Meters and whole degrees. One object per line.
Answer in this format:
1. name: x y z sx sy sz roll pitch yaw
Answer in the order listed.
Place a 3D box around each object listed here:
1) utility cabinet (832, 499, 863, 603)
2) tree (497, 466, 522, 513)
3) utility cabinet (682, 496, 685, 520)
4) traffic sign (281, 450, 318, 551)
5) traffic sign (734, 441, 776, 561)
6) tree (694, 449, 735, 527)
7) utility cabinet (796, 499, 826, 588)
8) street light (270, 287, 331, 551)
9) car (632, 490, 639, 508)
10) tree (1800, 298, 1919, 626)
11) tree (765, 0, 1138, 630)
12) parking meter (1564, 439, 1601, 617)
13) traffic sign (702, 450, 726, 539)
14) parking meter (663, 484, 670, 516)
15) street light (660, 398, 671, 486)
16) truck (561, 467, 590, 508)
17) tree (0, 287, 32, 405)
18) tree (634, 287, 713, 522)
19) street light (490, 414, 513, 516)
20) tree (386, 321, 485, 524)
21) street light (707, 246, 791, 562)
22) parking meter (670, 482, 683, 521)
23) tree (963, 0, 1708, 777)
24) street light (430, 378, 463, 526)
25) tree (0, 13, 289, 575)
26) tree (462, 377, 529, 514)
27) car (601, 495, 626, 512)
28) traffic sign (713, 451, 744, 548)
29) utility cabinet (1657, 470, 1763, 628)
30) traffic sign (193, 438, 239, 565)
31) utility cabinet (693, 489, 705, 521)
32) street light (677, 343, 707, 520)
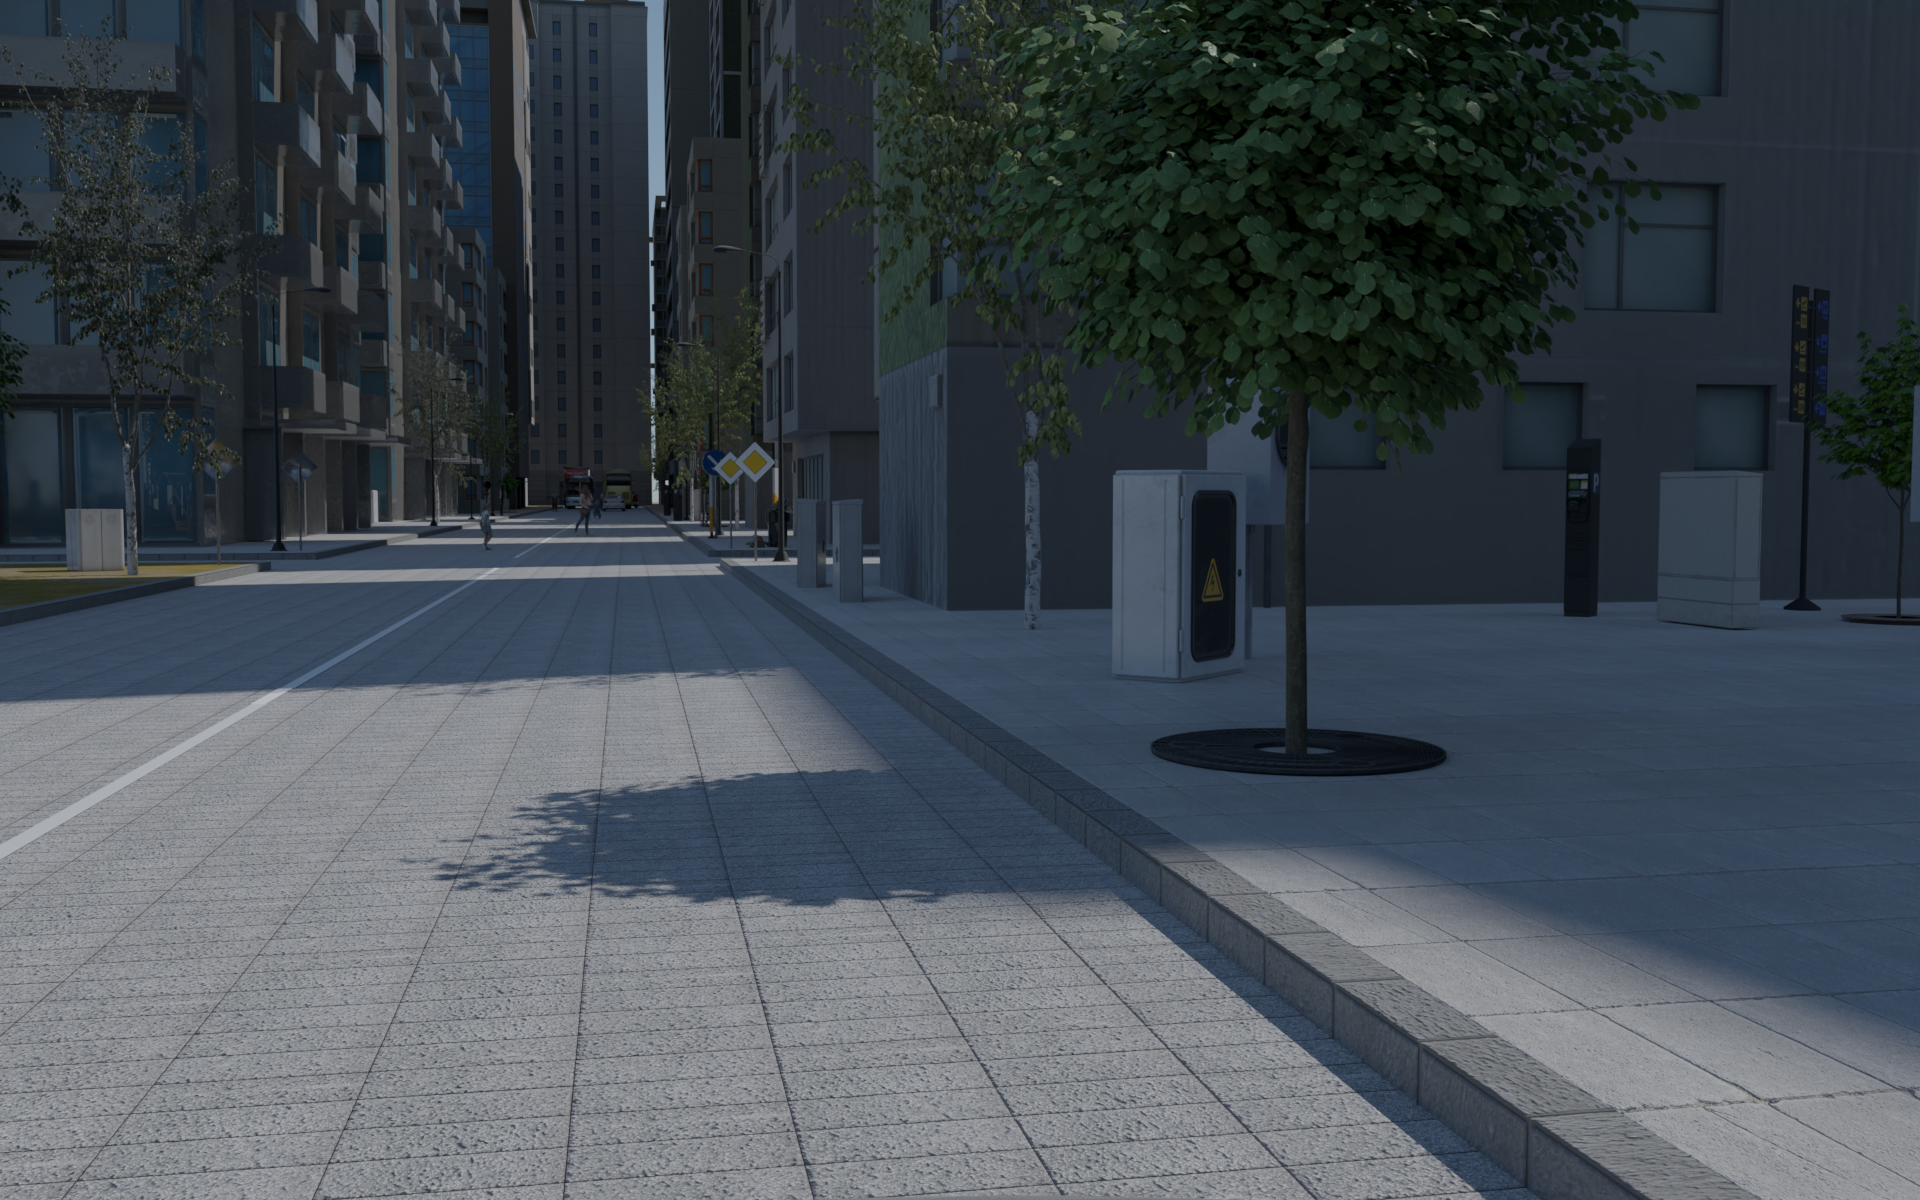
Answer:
1. utility cabinet: -1.368 -0.598 20.940 0.306 1.237 1.020 -1 4 -9
2. tree: -31.579 -7.718 120.793 1.663 3.219 1.824 0 3 0
3. utility cabinet: -14.049 -4.627 86.816 0.306 1.237 1.020 -2 4 -23
4. traffic sign: -14.886 -2.166 39.059 0.795 2.450 0.064 -1 4 -11
5. traffic sign: -3.902 -1.796 33.013 0.795 2.450 0.064 -1 4 -11
6. tree: -9.686 -4.457 67.478 1.663 3.219 1.824 0 3 0
7. utility cabinet: -2.055 -0.792 24.116 0.306 1.237 1.020 0 4 2
8. street light: -14.796 -4.058 38.894 1.470 5.913 1.316 -1 4 -11
9. car: -33.981 -10.301 177.101 2.281 1.827 5.304 -1 4 -12
10. tree: 9.300 -1.391 17.348 1.663 3.219 1.824 0 3 0
11. tree: 0.477 -4.018 16.057 4.737 8.622 4.395 0 3 0
12. parking meter: 6.519 -0.760 18.144 0.255 1.863 0.399 3 4 37
13. traffic sign: -7.005 -3.035 49.720 0.768 2.556 0.104 0 4 -1
14. parking meter: -17.255 -5.895 102.099 0.399 1.863 0.255 1 4 18
15. street light: -13.833 -6.822 84.086 1.470 5.913 1.316 -1 4 -11
16. truck: -40.054 -11.747 180.982 2.839 4.237 11.283 -1 4 -11
17. tree: -13.208 -2.288 21.129 4.285 4.588 4.351 0 3 0
18. tree: -7.950 -6.687 59.694 4.737 8.622 4.395 0 3 0
19. street light: -26.450 -7.791 99.923 1.470 5.913 1.316 -1 4 -11
20. tree: -22.285 -7.543 73.689 4.360 8.622 3.978 0 3 0
21. street light: -3.931 -3.677 32.665 1.470 5.913 1.316 -1 4 -11
22. parking meter: -13.465 -4.706 82.652 0.399 1.863 0.255 2 4 29
23. tree: 1.748 -1.511 8.423 4.285 4.588 4.351 0 3 0
24. street light: -20.531 -5.914 69.232 1.470 5.913 1.316 -1 4 -11
25. tree: -12.959 -4.690 27.052 4.360 8.622 3.978 0 3 0
26. tree: -29.755 -9.765 110.015 4.737 8.622 4.395 0 3 0
27. car: -28.676 -8.022 143.516 2.083 1.381 4.827 -1 4 -12
28. traffic sign: -5.411 -2.276 40.855 0.795 2.450 0.064 -1 4 -11
29. utility cabinet: 7.283 -0.499 16.836 0.318 1.500 1.173 -1 4 -12
30. traffic sign: -13.377 -1.687 31.218 0.795 2.450 0.064 -1 4 -11
31. utility cabinet: -12.275 -4.470 81.766 0.318 1.500 1.173 1 4 16
32. street light: -7.976 -4.942 53.344 1.470 5.913 1.316 -1 4 -11
